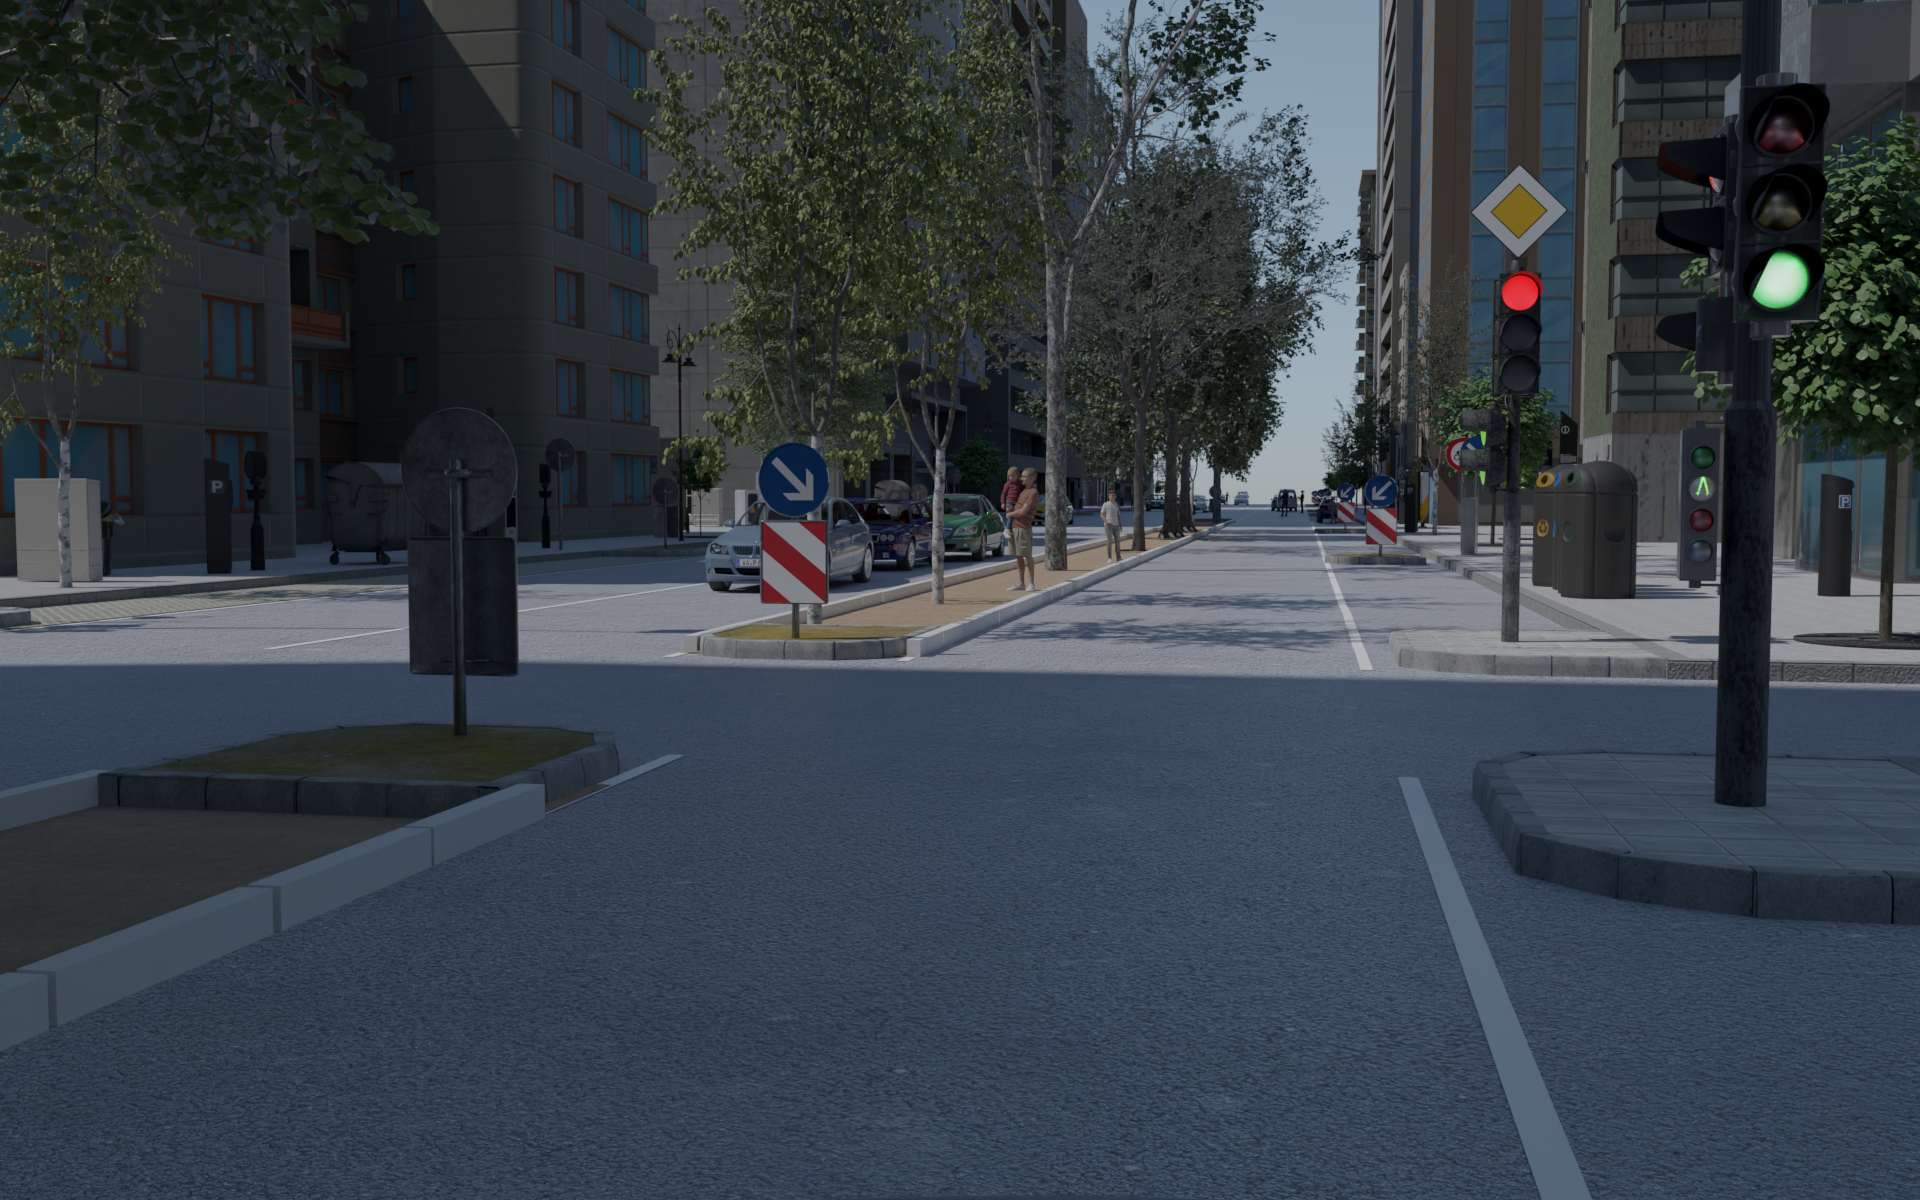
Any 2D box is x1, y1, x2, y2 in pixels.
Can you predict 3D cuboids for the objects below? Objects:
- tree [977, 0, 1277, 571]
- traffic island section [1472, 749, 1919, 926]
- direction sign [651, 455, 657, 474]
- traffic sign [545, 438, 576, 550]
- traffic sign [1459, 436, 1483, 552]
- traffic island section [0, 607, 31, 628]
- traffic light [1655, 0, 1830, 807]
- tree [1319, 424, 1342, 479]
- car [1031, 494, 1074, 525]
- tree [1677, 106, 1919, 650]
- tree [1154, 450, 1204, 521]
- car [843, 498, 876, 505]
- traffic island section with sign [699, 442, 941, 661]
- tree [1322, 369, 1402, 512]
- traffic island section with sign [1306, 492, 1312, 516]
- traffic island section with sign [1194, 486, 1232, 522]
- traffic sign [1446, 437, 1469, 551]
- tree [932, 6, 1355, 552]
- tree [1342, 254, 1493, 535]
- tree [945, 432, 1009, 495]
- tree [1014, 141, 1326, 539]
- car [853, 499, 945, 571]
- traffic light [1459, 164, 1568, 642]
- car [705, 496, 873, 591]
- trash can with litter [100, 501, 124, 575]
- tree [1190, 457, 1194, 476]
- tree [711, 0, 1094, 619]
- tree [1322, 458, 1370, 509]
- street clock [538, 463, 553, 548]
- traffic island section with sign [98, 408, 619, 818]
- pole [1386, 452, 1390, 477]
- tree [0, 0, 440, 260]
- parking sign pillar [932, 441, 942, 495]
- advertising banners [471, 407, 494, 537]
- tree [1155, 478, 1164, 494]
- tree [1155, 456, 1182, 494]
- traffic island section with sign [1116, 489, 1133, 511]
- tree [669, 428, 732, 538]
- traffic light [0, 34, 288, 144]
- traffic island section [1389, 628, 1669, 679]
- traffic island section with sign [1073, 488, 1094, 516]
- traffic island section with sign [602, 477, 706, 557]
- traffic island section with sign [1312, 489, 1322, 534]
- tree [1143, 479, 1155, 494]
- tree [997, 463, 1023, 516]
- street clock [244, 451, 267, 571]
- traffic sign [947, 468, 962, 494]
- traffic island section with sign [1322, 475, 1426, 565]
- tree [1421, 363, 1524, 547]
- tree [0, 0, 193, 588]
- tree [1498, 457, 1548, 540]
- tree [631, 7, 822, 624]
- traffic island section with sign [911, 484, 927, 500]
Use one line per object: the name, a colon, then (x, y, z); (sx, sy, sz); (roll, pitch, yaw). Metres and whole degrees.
tree: (2.816, -10.533, 30.559); (12.611, 20.169, 13.585); (0, 3, 0)
traffic island section: (3.255, 0.922, 7.207); (2.009, 0.180, 2.903); (1, 4, 11)
direction sign: (-12.286, -4.630, 67.694); (0.876, 3.537, 0.379); (0, 4, -6)
traffic sign: (-9.117, -2.408, 39.485); (0.768, 2.556, 0.104); (1, 4, 14)
traffic sign: (11.384, -2.327, 38.159); (0.768, 2.556, 0.104); (1, 4, 20)
traffic island section: (-11.285, 0.249, 18.202); (2.009, 0.180, 2.903); (1, 4, 11)
traffic light: (1.148, -2.000, 7.363); (4.771, 5.953, 1.251); (1, 4, 11)
tree: (38.427, -13.728, 174.812); (4.360, 8.622, 3.978); (0, 3, 0)
car: (4.241, -4.270, 80.044); (2.015, 1.641, 3.980); (1, 4, 10)
tree: (8.022, -1.897, 14.722); (4.285, 4.588, 4.351); (0, 3, 0)
tree: (10.052, -7.481, 75.135); (4.737, 8.622, 4.395); (0, 3, 0)
car: (-2.925, -1.955, 44.548); (1.945, 1.354, 3.894); (1, 4, 11)
traffic island section with sign: (-1.341, -0.475, 15.901); (2.006, 1.907, 1.989); (1, 4, 11)
tree: (23.860, -9.206, 100.876); (4.737, 8.622, 4.395); (0, 3, 0)
traffic island section with sign: (23.762, -6.381, 112.956); (1.989, 1.847, 2.006); (1, 4, 11)
traffic island section with sign: (13.168, -4.984, 89.631); (2.006, 1.907, 1.989); (1, 4, 11)
traffic sign: (11.239, -2.360, 38.699); (0.768, 2.556, 0.104); (1, 4, 20)
tree: (4.468, -7.965, 43.062); (12.009, 13.543, 11.850); (0, 3, 0)
tree: (15.050, -6.352, 54.210); (4.360, 8.622, 3.978); (0, 3, 0)
tree: (1.016, -6.529, 90.461); (4.285, 4.588, 4.351); (0, 3, 0)
tree: (6.806, -8.321, 55.508); (9.611, 12.733, 9.660); (0, 3, 0)
car: (-1.469, -1.292, 33.712); (1.945, 1.354, 3.894); (1, 4, 12)
traffic light: (4.760, -1.591, 14.935); (0.839, 4.253, 0.868); (1, 4, 11)
car: (-2.554, -0.916, 26.977); (2.014, 1.417, 4.499); (1, 4, 10)
trash can with litter: (-13.551, -0.949, 26.896); (0.624, 1.170, 1.055); (1, 4, 8)
tree: (30.667, -17.880, 242.694); (4.360, 8.622, 3.978); (0, 3, 0)
tree: (-0.278, -4.255, 22.391); (4.737, 8.622, 4.395); (0, 3, 0)
tree: (34.763, -10.367, 153.216); (4.285, 4.588, 4.351); (0, 3, 0)
street clock: (-9.790, -2.223, 40.910); (0.358, 2.002, 0.471); (0, 4, -8)
traffic island section with sign: (-2.781, -0.030, 8.635); (2.006, 1.907, 1.989); (1, 4, 11)
pole: (20.853, -5.541, 84.438); (0.158, 3.312, 0.155); (0, 3, 0)
tree: (-3.311, -5.132, 4.495); (7.486, 12.596, 7.792); (0, 3, 0)
parking sign pillar: (-1.136, -6.047, 87.337); (1.447, 3.967, 1.447); (0, 4, 4)
advertising banners: (-9.855, -2.420, 35.760); (0.090, 3.025, 2.074); (-2, 4, -27)
tree: (24.145, -13.247, 211.186); (1.663, 3.219, 1.824); (0, 3, 0)
tree: (27.267, -16.989, 228.130); (4.360, 8.622, 3.978); (0, 3, 0)
traffic island section with sign: (13.199, -8.189, 142.525); (1.989, 1.847, 2.006); (1, 4, 11)
tree: (-7.664, -3.440, 50.851); (1.663, 3.219, 1.824); (0, 3, 0)
traffic light: (-9.178, -2.631, 17.690); (4.771, 5.953, 1.251); (1, 4, 11)
traffic island section: (4.797, 0.443, 15.042); (2.009, 0.180, 2.903); (1, 4, 11)
traffic island section with sign: (7.920, -6.552, 115.755); (1.989, 1.847, 2.006); (1, 4, 11)
traffic island section with sign: (-6.975, -1.923, 40.062); (1.989, 1.847, 2.006); (1, 4, 11)
traffic island section with sign: (13.980, -3.345, 63.324); (1.989, 1.847, 2.006); (1, 4, 11)
tree: (19.269, -11.618, 184.562); (1.663, 3.219, 1.824); (0, 3, 0)
tree: (2.788, -6.664, 103.552); (1.663, 3.219, 1.824); (0, 3, 0)
street clock: (-11.799, -1.497, 29.050); (0.358, 2.002, 0.471); (-3, 4, -39)
traffic sign: (-0.297, -5.225, 85.540); (0.768, 2.556, 0.104); (1, 4, 12)
traffic island section with sign: (8.605, -1.673, 35.978); (1.989, 1.847, 2.006); (1, 4, 11)
tree: (13.040, -3.598, 42.534); (4.285, 4.588, 4.351); (0, 3, 0)
tree: (-12.415, -4.488, 23.746); (4.737, 8.622, 4.395); (0, 3, 0)
tree: (15.629, -3.290, 48.399); (1.663, 3.219, 1.824); (0, 3, 0)
tree: (-1.434, -3.933, 17.124); (4.737, 8.622, 4.395); (0, 3, 0)
traffic island section with sign: (-1.645, -3.578, 67.126); (1.989, 1.847, 2.006); (1, 4, 11)
